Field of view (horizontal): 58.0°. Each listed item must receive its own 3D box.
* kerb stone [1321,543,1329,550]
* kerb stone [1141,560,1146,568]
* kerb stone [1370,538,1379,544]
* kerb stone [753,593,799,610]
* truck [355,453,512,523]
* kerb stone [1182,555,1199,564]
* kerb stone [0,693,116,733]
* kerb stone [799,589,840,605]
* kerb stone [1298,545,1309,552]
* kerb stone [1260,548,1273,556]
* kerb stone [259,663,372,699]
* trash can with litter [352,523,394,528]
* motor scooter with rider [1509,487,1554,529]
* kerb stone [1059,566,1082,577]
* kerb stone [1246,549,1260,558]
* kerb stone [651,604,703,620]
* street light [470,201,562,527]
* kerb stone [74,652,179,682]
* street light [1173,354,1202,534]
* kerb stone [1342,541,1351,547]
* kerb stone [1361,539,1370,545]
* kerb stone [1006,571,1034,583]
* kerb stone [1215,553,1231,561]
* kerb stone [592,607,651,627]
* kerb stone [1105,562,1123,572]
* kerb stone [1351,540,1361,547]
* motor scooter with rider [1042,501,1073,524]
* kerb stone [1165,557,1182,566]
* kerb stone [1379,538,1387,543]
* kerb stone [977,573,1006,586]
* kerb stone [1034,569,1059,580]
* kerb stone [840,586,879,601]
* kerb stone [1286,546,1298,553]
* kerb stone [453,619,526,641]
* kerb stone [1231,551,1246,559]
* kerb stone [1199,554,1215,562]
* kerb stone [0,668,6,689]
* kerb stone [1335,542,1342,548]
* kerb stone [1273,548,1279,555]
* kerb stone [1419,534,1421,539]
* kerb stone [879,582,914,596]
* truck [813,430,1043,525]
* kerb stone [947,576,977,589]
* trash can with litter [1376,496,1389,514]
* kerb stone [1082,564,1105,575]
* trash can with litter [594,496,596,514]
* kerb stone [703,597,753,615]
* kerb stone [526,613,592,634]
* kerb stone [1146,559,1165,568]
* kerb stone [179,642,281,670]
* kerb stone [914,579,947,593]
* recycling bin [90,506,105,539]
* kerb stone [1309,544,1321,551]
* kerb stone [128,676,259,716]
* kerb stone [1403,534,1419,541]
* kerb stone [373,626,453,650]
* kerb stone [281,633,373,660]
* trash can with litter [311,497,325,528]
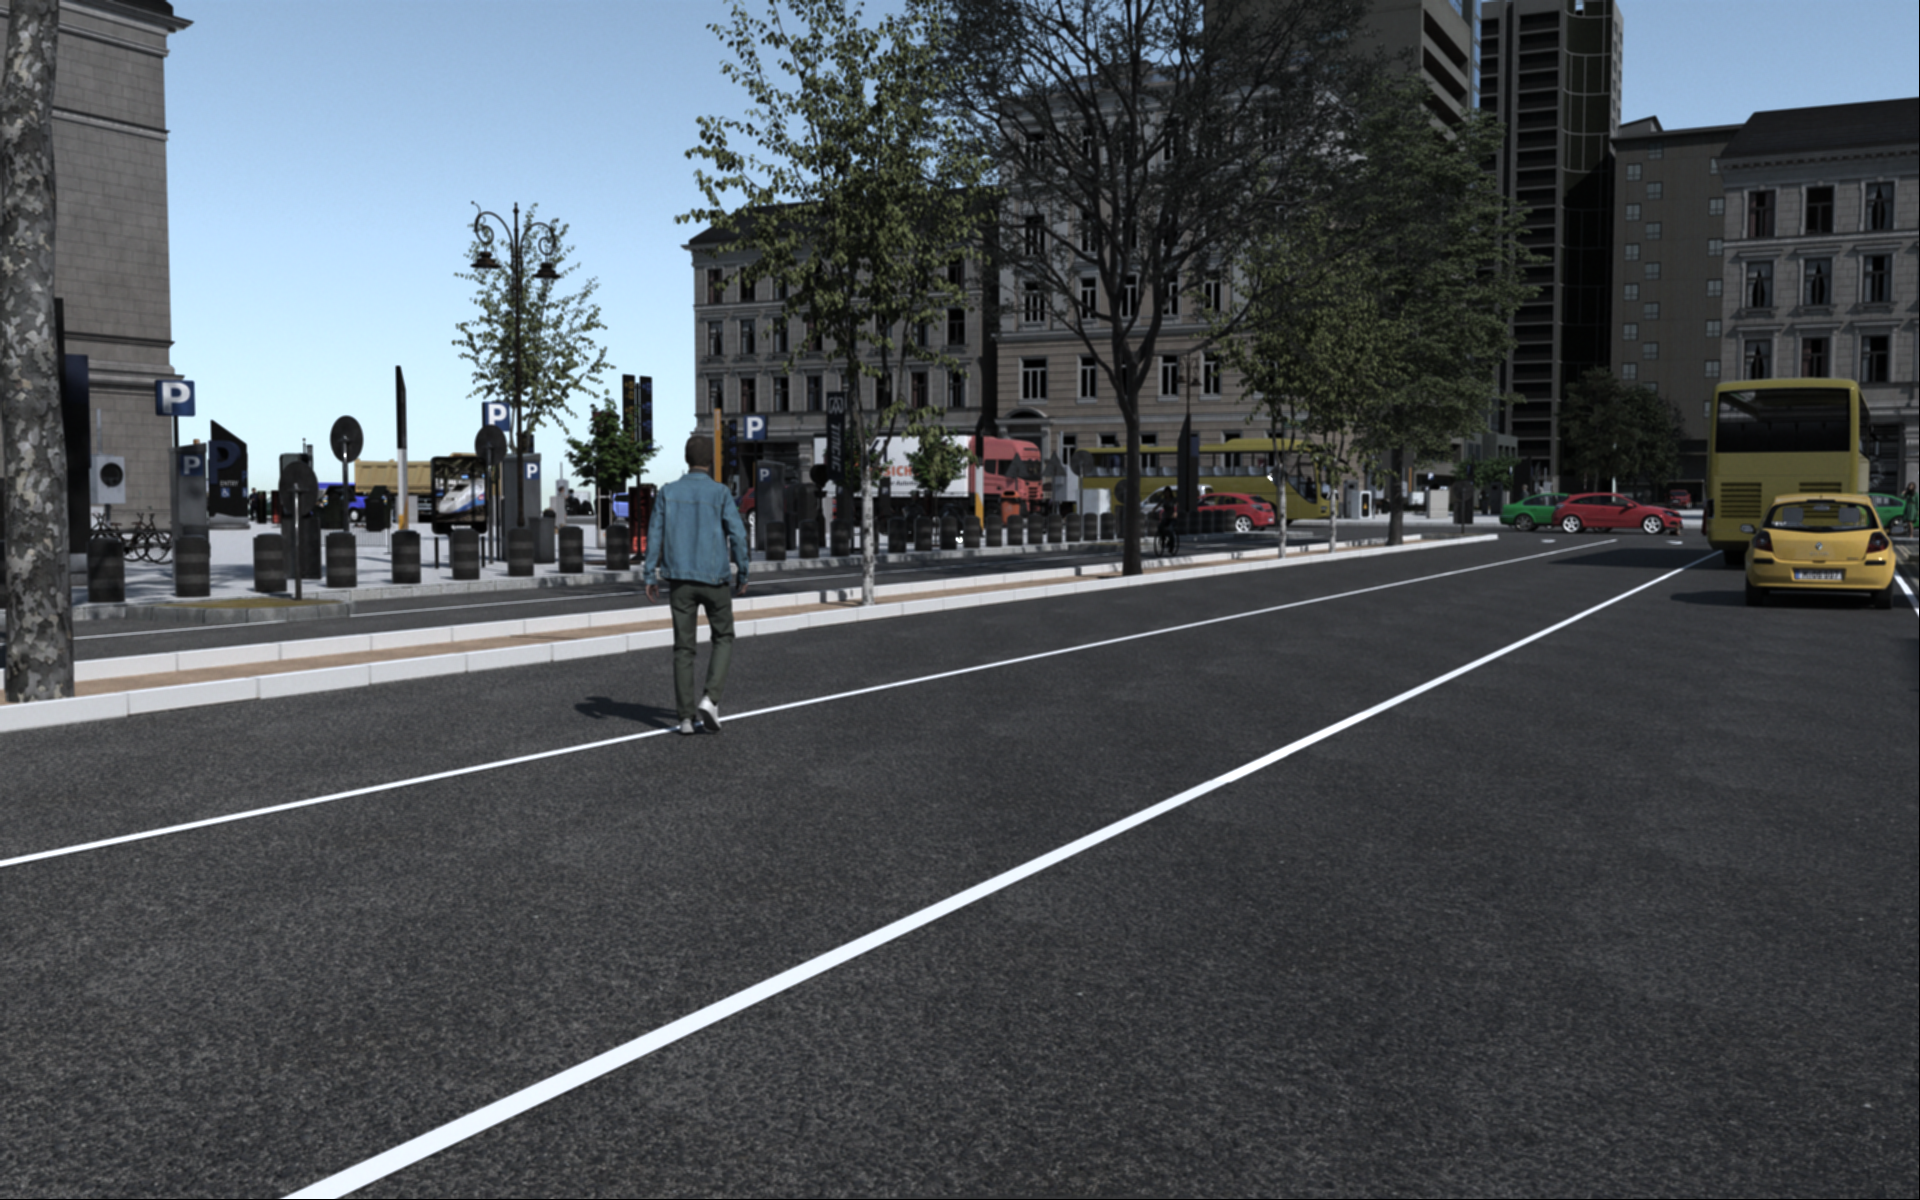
[{"bbox_3d":[9.313,-1.372,44.630,0.120,0.150,1.000,2,4,27],"label":"kerb stone"},{"bbox_3d":[3.231,-0.644,32.729,0.120,0.150,1.000,2,4,27],"label":"kerb stone"},{"bbox_3d":[11.651,-1.651,49.196,0.120,0.150,1.000,2,4,27],"label":"kerb stone"},{"bbox_3d":[-2.380,0.027,21.747,0.120,0.150,1.000,2,4,27],"label":"kerb stone"},{"bbox_3d":[-24.364,-5.310,82.746,9.791,3.379,3.469,2,4,25],"label":"truck"},{"bbox_3d":[4.628,-0.812,35.469,0.120,0.150,1.000,2,4,27],"label":"kerb stone"},{"bbox_3d":[-5.651,0.703,10.746,0.120,0.150,1.000,2,4,27],"label":"kerb stone"},{"bbox_3d":[-1.910,-0.028,22.661,0.120,0.150,1.000,2,4,27],"label":"kerb stone"},{"bbox_3d":[8.375,-1.250,42.798,0.120,0.150,1.000,2,4,27],"label":"kerb stone"},{"bbox_3d":[6.972,-1.091,40.041,0.120,0.150,1.000,2,4,27],"label":"kerb stone"},{"bbox_3d":[-4.715,0.590,12.573,0.120,0.150,1.000,2,4,27],"label":"kerb stone"},{"bbox_3d":[-22.876,-3.419,66.951,2.233,1.210,1.678,2,4,33],"label":"trash can with litter"},{"bbox_3d":[23.692,-3.826,71.526,1.986,1.779,0.876,2,4,28],"label":"motor scooter with rider"},{"bbox_3d":[1.824,-0.473,29.990,0.120,0.150,1.000,2,4,27],"label":"kerb stone"},{"bbox_3d":[6.501,-1.029,39.119,0.120,0.150,1.000,2,4,27],"label":"kerb stone"},{"bbox_3d":[-3.328,0.139,19.926,0.120,0.150,1.000,2,4,27],"label":"kerb stone"},{"bbox_3d":[-7.035,-3.353,27.617,0.468,5.910,1.993,2,4,27],"label":"street light"},{"bbox_3d":[-6.590,0.532,13.516,0.120,0.150,1.000,2,4,27],"label":"kerb stone"},{"bbox_3d":[7.324,-5.068,55.648,0.468,5.910,1.993,2,4,27],"label":"street light"},{"bbox_3d":[10.246,-1.477,46.456,0.120,0.150,1.000,2,4,27],"label":"kerb stone"},{"bbox_3d":[11.183,-1.596,48.285,0.120,0.150,1.000,2,4,27],"label":"kerb stone"},{"bbox_3d":[0.895,-0.365,28.155,0.120,0.150,1.000,2,4,27],"label":"kerb stone"},{"bbox_3d":[5.558,-0.924,37.297,0.120,0.150,1.000,2,4,27],"label":"kerb stone"},{"bbox_3d":[-3.780,0.196,19.006,0.120,0.150,1.000,2,4,27],"label":"kerb stone"},{"bbox_3d":[2.763,-0.588,31.812,0.120,0.150,1.000,2,4,27],"label":"kerb stone"},{"bbox_3d":[10.713,-1.540,47.368,0.120,0.150,1.000,2,4,27],"label":"kerb stone"},{"bbox_3d":[4.679,-4.443,81.608,1.986,1.779,0.876,2,4,26],"label":"motor scooter with rider"},{"bbox_3d":[4.160,-0.754,34.557,0.120,0.150,1.000,2,4,27],"label":"kerb stone"},{"bbox_3d":[12.111,-1.708,50.113,0.120,0.150,1.000,2,4,27],"label":"kerb stone"},{"bbox_3d":[0.416,-0.308,27.236,0.120,0.150,1.000,2,4,27],"label":"kerb stone"},{"bbox_3d":[1.362,-0.419,29.069,0.120,0.150,1.000,2,4,27],"label":"kerb stone"},{"bbox_3d":[-1.442,-0.084,23.573,0.120,0.150,1.000,2,4,27],"label":"kerb stone"},{"bbox_3d":[7.901,-1.203,41.880,0.120,0.150,1.000,2,4,27],"label":"kerb stone"},{"bbox_3d":[-4.716,0.307,17.182,0.120,0.150,1.000,2,4,27],"label":"kerb stone"},{"bbox_3d":[6.035,-0.971,38.206,0.120,0.150,1.000,2,4,27],"label":"kerb stone"},{"bbox_3d":[5.094,-0.868,36.383,0.120,0.150,1.000,2,4,27],"label":"kerb stone"},{"bbox_3d":[-7.064,0.589,12.598,0.120,0.150,1.000,2,4,27],"label":"kerb stone"},{"bbox_3d":[9.781,-1.428,45.542,0.120,0.150,1.000,2,4,27],"label":"kerb stone"},{"bbox_3d":[7.434,-1.147,40.957,0.120,0.150,1.000,2,4,27],"label":"kerb stone"},{"bbox_3d":[14.459,-1.987,54.682,0.120,0.150,1.000,2,4,27],"label":"kerb stone"},{"bbox_3d":[-0.976,-0.139,24.493,0.120,0.150,1.000,2,4,27],"label":"kerb stone"},{"bbox_3d":[-1.181,-5.452,78.055,11.283,4.237,2.839,2,4,26],"label":"truck"},{"bbox_3d":[-0.051,-0.249,26.323,0.120,0.150,1.000,2,4,27],"label":"kerb stone"},{"bbox_3d":[27.171,-6.142,111.805,1.055,1.170,0.624,1,4,14],"label":"trash can with litter"},{"bbox_3d":[2.295,-0.531,30.900,0.120,0.150,1.000,2,4,27],"label":"kerb stone"},{"bbox_3d":[-22.428,-5.947,108.612,1.055,1.170,0.624,-1,4,-9],"label":"trash can with litter"},{"bbox_3d":[-2.850,0.083,20.836,0.120,0.150,1.000,2,4,27],"label":"kerb stone"},{"bbox_3d":[-4.247,0.251,18.093,0.120,0.150,1.000,2,4,27],"label":"kerb stone"},{"bbox_3d":[3.703,-0.696,33.640,0.120,0.150,1.000,2,4,27],"label":"kerb stone"},{"bbox_3d":[-6.124,0.475,14.429,0.120,0.150,1.000,2,4,27],"label":"kerb stone"},{"bbox_3d":[-0.516,-0.192,25.410,0.120,0.150,1.000,2,4,27],"label":"kerb stone"},{"bbox_3d":[-17.731,-1.369,34.932,0.722,1.027,0.722,-3,5,-42],"label":"recycling bin"},{"bbox_3d":[8.847,-1.316,43.709,0.120,0.150,1.000,2,4,27],"label":"kerb stone"},{"bbox_3d":[-5.191,0.647,11.663,0.120,0.150,1.000,2,4,27],"label":"kerb stone"},{"bbox_3d":[13.990,-1.924,53.771,0.120,0.150,1.000,2,4,27],"label":"kerb stone"},{"bbox_3d":[-5.185,0.364,16.265,0.120,0.150,1.000,2,4,27],"label":"kerb stone"},{"bbox_3d":[-5.653,0.419,15.350,0.120,0.150,1.000,2,4,27],"label":"kerb stone"},{"bbox_3d":[-23.922,-3.217,63.990,1.055,1.170,0.624,0,4,1],"label":"trash can with litter"}]
